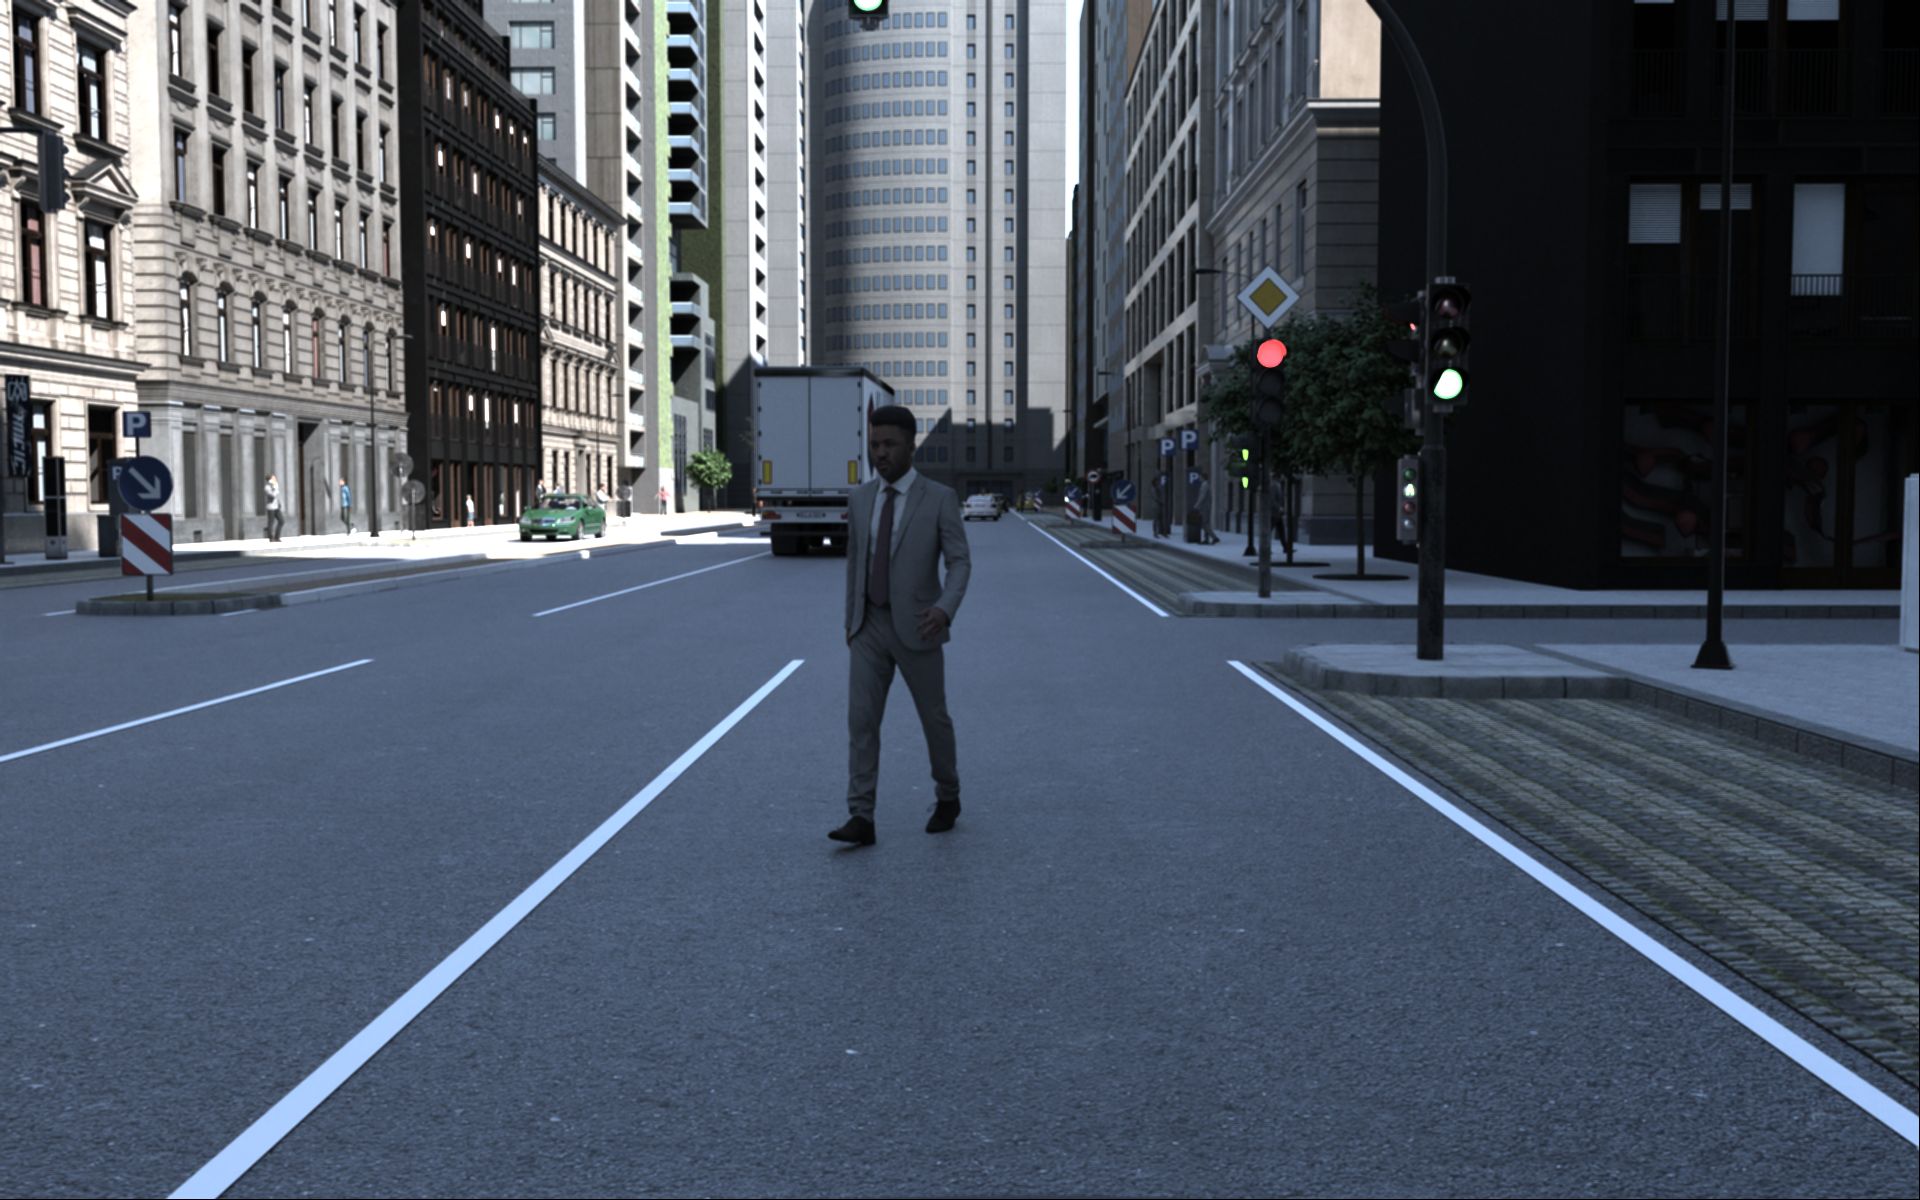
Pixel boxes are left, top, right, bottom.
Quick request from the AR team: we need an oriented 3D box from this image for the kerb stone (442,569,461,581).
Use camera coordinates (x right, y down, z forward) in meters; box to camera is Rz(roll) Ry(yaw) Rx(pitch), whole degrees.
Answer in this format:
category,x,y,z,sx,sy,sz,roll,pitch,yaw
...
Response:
category,x,y,z,sx,sy,sz,roll,pitch,yaw
kerb stone,-8.573,-0.406,28.867,0.120,0.150,1.000,0,4,1

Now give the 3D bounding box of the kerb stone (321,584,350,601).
category,x,y,z,sx,sy,sz,roll,pitch,yaw
kerb stone,-8.644,-0.095,23.749,0.120,0.150,1.000,0,4,1

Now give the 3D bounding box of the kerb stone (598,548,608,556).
category,x,y,z,sx,sy,sz,roll,pitch,yaw
kerb stone,-8.391,-1.098,40.147,0.120,0.150,1.000,0,4,1

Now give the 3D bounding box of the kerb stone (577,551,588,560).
category,x,y,z,sx,sy,sz,roll,pitch,yaw
kerb stone,-8.418,-0.970,38.096,0.120,0.150,1.000,0,4,1

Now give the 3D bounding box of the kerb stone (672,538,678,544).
category,x,y,z,sx,sy,sz,roll,pitch,yaw
kerb stone,-8.250,-1.661,49.373,0.120,0.150,1.000,0,4,1

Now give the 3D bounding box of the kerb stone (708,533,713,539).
category,x,y,z,sx,sy,sz,roll,pitch,yaw
kerb stone,-8.149,-2.038,55.518,0.120,0.150,1.000,0,4,1

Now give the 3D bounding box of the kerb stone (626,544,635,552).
category,x,y,z,sx,sy,sz,roll,pitch,yaw
kerb stone,-8.347,-1.286,43.220,0.120,0.150,1.000,0,4,1

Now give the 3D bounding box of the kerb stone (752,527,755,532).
category,x,y,z,sx,sy,sz,roll,pitch,yaw
kerb stone,-7.993,-2.664,65.774,0.120,0.150,1.000,0,4,1

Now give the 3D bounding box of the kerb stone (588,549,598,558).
category,x,y,z,sx,sy,sz,roll,pitch,yaw
kerb stone,-8.413,-1.032,39.118,0.120,0.150,1.000,0,4,1

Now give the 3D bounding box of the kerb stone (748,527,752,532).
category,x,y,z,sx,sy,sz,roll,pitch,yaw
kerb stone,-8.004,-2.596,64.740,0.120,0.150,1.000,0,4,1

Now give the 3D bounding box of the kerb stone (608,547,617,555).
category,x,y,z,sx,sy,sz,roll,pitch,yaw
kerb stone,-8.380,-1.161,41.176,0.120,0.150,1.000,0,4,1

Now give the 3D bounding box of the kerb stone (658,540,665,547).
category,x,y,z,sx,sy,sz,roll,pitch,yaw
kerb stone,-8.279,-1.534,47.329,0.120,0.150,1.000,0,4,1

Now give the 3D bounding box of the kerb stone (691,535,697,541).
category,x,y,z,sx,sy,sz,roll,pitch,yaw
kerb stone,-8.199,-1.850,52.450,0.120,0.150,1.000,0,4,1

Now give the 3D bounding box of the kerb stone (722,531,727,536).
category,x,y,z,sx,sy,sz,roll,pitch,yaw
kerb stone,-8.105,-2.226,58.595,0.120,0.150,1.000,0,4,1

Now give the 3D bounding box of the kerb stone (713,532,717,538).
category,x,y,z,sx,sy,sz,roll,pitch,yaw
kerb stone,-8.139,-2.101,56.543,0.120,0.150,1.000,0,4,1

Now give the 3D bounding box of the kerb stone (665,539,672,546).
category,x,y,z,sx,sy,sz,roll,pitch,yaw
kerb stone,-8.262,-1.597,48.351,0.120,0.150,1.000,0,4,1

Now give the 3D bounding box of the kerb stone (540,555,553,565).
category,x,y,z,sx,sy,sz,roll,pitch,yaw
kerb stone,-8.473,-0.784,35.017,0.120,0.150,1.000,0,4,1

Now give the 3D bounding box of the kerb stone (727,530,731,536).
category,x,y,z,sx,sy,sz,roll,pitch,yaw
kerb stone,-8.089,-2.279,59.617,0.120,0.150,1.000,0,4,1

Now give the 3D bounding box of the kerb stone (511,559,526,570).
category,x,y,z,sx,sy,sz,roll,pitch,yaw
kerb stone,-8.504,-0.659,32.967,0.120,0.150,1.000,0,4,1

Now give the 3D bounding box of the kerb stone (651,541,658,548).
category,x,y,z,sx,sy,sz,roll,pitch,yaw
kerb stone,-8.294,-1.474,46.296,0.120,0.150,1.000,0,4,1

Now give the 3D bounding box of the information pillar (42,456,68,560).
category,x,y,z,sx,sy,sz,roll,pitch,yaw
information pillar,-17.748,-1.803,33.968,0.304,2.012,0.304,0,4,-3

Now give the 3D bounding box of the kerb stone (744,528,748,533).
category,x,y,z,sx,sy,sz,roll,pitch,yaw
kerb stone,-8.015,-2.540,63.717,0.120,0.150,1.000,0,4,1

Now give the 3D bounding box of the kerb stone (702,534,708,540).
category,x,y,z,sx,sy,sz,roll,pitch,yaw
kerb stone,-8.161,-1.975,54.495,0.120,0.150,1.000,0,4,1

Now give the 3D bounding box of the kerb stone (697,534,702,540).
category,x,y,z,sx,sy,sz,roll,pitch,yaw
kerb stone,-8.178,-1.913,53.472,0.120,0.150,1.000,0,4,1

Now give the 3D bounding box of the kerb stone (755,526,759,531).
category,x,y,z,sx,sy,sz,roll,pitch,yaw
kerb stone,-7.974,-2.727,66.800,0.120,0.150,1.000,0,4,1

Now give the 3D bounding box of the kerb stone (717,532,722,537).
category,x,y,z,sx,sy,sz,roll,pitch,yaw
kerb stone,-8.117,-2.163,57.567,0.120,0.150,1.000,0,4,1

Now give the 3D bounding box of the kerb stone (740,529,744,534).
category,x,y,z,sx,sy,sz,roll,pitch,yaw
kerb stone,-8.034,-2.477,62.690,0.120,0.150,1.000,0,4,1

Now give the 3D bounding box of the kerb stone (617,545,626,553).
category,x,y,z,sx,sy,sz,roll,pitch,yaw
kerb stone,-8.362,-1.219,42.198,0.120,0.150,1.000,0,4,1

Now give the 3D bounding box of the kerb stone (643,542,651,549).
category,x,y,z,sx,sy,sz,roll,pitch,yaw
kerb stone,-8.311,-1.407,45.268,0.120,0.150,1.000,0,4,1

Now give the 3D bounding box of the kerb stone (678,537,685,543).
category,x,y,z,sx,sy,sz,roll,pitch,yaw
kerb stone,-8.236,-1.725,50.395,0.120,0.150,1.000,0,4,1

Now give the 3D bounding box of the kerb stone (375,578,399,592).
category,x,y,z,sx,sy,sz,roll,pitch,yaw
kerb stone,-8.621,-0.220,25.797,0.120,0.150,1.000,0,4,1

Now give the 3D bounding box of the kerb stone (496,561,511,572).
category,x,y,z,sx,sy,sz,roll,pitch,yaw
kerb stone,-8.523,-0.596,31.938,0.120,0.150,1.000,0,4,1

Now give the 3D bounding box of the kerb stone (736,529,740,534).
category,x,y,z,sx,sy,sz,roll,pitch,yaw
kerb stone,-8.057,-2.414,61.668,0.120,0.150,1.000,0,4,1

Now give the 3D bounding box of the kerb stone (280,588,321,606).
category,x,y,z,sx,sy,sz,roll,pitch,yaw
kerb stone,-8.667,-0.024,22.719,0.120,0.150,1.000,0,4,1

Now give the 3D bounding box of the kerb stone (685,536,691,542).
category,x,y,z,sx,sy,sz,roll,pitch,yaw
kerb stone,-8.216,-1.788,51.428,0.120,0.150,1.000,0,4,1

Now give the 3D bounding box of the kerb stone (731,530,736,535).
category,x,y,z,sx,sy,sz,roll,pitch,yaw
kerb stone,-8.067,-2.351,60.640,0.120,0.150,1.000,0,4,1

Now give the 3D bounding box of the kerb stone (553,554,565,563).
category,x,y,z,sx,sy,sz,roll,pitch,yaw
kerb stone,-8.465,-0.847,36.049,0.120,0.150,1.000,0,4,1

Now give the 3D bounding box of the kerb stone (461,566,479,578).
category,x,y,z,sx,sy,sz,roll,pitch,yaw
kerb stone,-8.544,-0.465,29.890,0.120,0.150,1.000,0,4,1

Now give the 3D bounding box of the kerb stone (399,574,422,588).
category,x,y,z,sx,sy,sz,roll,pitch,yaw
kerb stone,-8.594,-0.279,26.823,0.120,0.150,1.000,0,4,1

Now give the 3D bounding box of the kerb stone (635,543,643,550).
category,x,y,z,sx,sy,sz,roll,pitch,yaw
kerb stone,-8.328,-1.348,44.242,0.120,0.150,1.000,0,4,1

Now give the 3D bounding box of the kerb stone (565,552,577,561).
category,x,y,z,sx,sy,sz,roll,pitch,yaw
kerb stone,-8.442,-0.907,37.071,0.120,0.150,1.000,0,4,1

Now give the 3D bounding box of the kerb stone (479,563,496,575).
category,x,y,z,sx,sy,sz,roll,pitch,yaw
kerb stone,-8.530,-0.529,30.912,0.120,0.150,1.000,0,4,1

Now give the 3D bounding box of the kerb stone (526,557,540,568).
category,x,y,z,sx,sy,sz,roll,pitch,yaw
kerb stone,-8.483,-0.720,33.989,0.120,0.150,1.000,0,4,1

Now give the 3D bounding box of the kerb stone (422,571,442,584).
category,x,y,z,sx,sy,sz,roll,pitch,yaw
kerb stone,-8.581,-0.346,27.845,0.120,0.150,1.000,0,4,1

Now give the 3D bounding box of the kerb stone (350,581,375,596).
category,x,y,z,sx,sy,sz,roll,pitch,yaw
kerb stone,-8.638,-0.158,24.771,0.120,0.150,1.000,0,4,1
